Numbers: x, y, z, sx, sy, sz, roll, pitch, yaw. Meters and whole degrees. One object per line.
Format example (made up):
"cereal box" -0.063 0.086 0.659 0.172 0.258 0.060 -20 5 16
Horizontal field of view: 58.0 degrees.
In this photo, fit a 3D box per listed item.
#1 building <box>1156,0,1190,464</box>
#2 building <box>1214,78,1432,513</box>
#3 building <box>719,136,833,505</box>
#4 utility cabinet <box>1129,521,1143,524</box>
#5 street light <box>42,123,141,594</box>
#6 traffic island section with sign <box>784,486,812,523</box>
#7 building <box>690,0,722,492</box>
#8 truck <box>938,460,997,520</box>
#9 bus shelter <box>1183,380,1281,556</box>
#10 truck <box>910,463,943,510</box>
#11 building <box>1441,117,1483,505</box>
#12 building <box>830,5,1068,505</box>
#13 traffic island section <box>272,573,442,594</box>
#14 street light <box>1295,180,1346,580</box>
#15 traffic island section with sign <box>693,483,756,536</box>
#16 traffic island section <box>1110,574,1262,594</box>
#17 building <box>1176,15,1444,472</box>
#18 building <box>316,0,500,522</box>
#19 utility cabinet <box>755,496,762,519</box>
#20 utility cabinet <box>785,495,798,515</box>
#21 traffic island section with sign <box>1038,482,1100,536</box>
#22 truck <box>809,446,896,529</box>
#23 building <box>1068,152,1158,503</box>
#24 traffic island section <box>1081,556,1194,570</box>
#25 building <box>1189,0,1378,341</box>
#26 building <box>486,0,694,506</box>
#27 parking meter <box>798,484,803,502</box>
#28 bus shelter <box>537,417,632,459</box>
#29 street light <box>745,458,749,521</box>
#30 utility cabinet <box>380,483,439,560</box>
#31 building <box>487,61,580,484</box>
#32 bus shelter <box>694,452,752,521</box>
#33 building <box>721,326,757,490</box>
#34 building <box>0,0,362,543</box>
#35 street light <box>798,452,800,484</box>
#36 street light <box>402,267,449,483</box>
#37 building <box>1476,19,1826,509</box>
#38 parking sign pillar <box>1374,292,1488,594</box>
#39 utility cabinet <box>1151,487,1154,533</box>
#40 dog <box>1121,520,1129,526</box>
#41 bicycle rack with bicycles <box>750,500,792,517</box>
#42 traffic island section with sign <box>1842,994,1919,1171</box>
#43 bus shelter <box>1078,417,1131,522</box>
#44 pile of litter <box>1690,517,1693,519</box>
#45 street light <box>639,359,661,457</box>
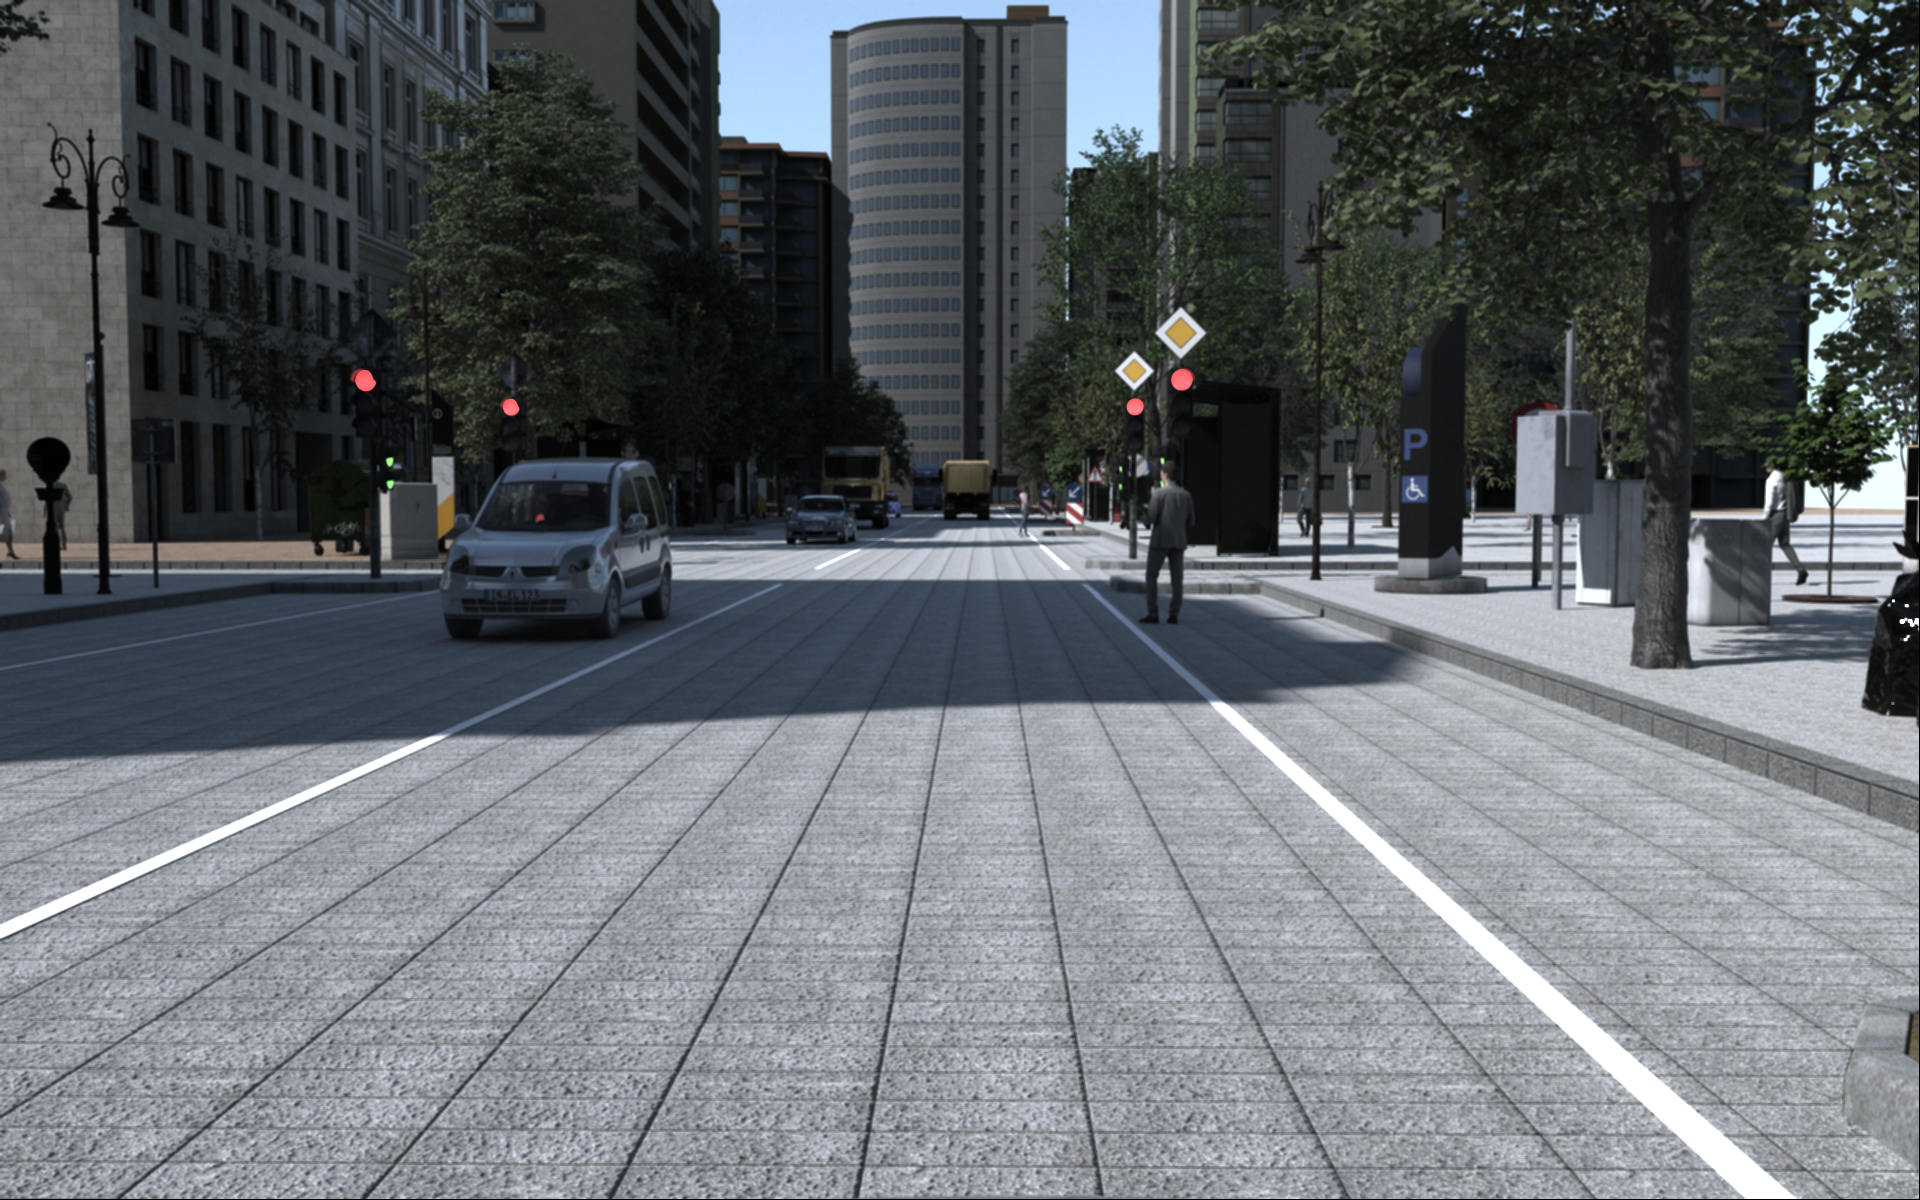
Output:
"building" 28.740 -37.738 159.016 21.231 58.520 28.212 0 4 1
"building" 24.960 -21.534 123.787 14.160 30.474 14.107 0 4 1
"building" -30.185 -34.273 214.987 28.867 44.769 22.147 0 4 1
"utility cabinet" 7.600 -3.925 75.337 0.306 1.237 1.020 -2 4 -27
"street light" -11.003 -3.016 22.094 0.468 5.910 1.993 0 4 1
"traffic island section with sign" -7.751 -4.791 86.959 1.989 1.847 2.006 0 4 1
"building" -27.044 -27.803 138.175 14.154 41.232 14.086 0 4 1
"truck" 0.417 -6.281 98.619 3.469 3.379 9.791 0 4 1
"bus shelter" 5.865 -2.907 38.816 1.731 3.624 6.357 0 4 1
"truck" -2.830 -10.240 157.175 2.967 4.110 18.799 0 3 0
"building" 63.868 -34.182 208.981 14.200 45.320 14.600 0 4 1
"building" -1.418 -41.060 213.328 28.212 58.520 21.231 0 4 1
"traffic island section" -8.914 -0.250 26.372 2.009 0.180 2.903 0 4 1
"street light" 5.316 -3.236 25.693 0.468 5.910 1.993 0 4 1
"traffic island section with sign" -8.123 -3.142 60.006 1.989 1.847 2.006 0 4 1
"traffic island section" 3.326 -0.240 26.199 2.009 0.180 2.903 0 4 1
"building" 42.324 -41.017 212.633 28.212 58.520 21.231 0 4 1
"building" -28.223 -17.455 71.293 13.634 28.700 20.117 0 4 1
"utility cabinet" -10.500 -4.897 91.235 0.306 1.237 1.020 1 4 12
"utility cabinet" -10.418 -5.936 108.220 1.020 1.237 0.306 1 4 21
"traffic island section with sign" 3.792 -3.123 59.692 1.989 1.847 2.006 0 4 1
"truck" -4.336 -4.696 72.703 3.469 3.379 9.791 0 4 -1
"building" 20.377 -32.203 210.121 14.086 41.232 14.154 0 4 1
"traffic island section" 3.437 -0.728 34.183 2.009 0.180 2.903 0 4 1
"building" 24.987 -27.784 137.866 14.154 41.232 14.086 0 4 1
"building" -30.980 -30.344 119.821 21.300 48.544 21.600 0 4 1
"parking meter" -9.519 -6.004 103.881 0.399 1.863 0.255 2 4 32
"bus shelter" -12.065 -3.952 55.897 1.731 3.624 6.357 0 4 1
"street light" -10.112 -6.679 81.997 0.468 5.910 1.993 0 4 1
"utility cabinet" -10.729 -1.535 33.778 0.318 1.500 1.173 2 4 31
"building" -27.815 -15.933 90.175 12.332 23.373 15.834 0 4 1
"bus shelter" -11.759 -6.586 85.310 2.179 5.291 8.768 0 4 1
"building" -35.103 -19.301 160.617 28.899 21.520 27.650 0 4 1
"building" -26.639 -12.130 53.072 10.420 20.320 16.860 0 4 1
"street light" -9.794 -8.100 105.215 0.468 5.910 1.993 0 4 1
"street light" -10.879 -3.829 35.394 0.468 5.910 1.993 0 4 1
"building" 64.369 -31.039 162.111 28.867 44.769 22.147 0 4 1
"parking sign pillar" 6.200 -2.094 22.716 1.447 3.967 1.447 2 4 35
"utility cabinet" 6.450 -2.699 52.813 1.173 1.500 0.318 0 4 -4
"dog" 6.648 -3.326 68.767 0.513 0.831 0.800 3 4 38
"bicycle rack with bicycles" -11.123 -5.276 99.652 2.852 0.926 2.925 3 4 36
"traffic island section with sign" 3.024 0.314 3.501 1.989 1.847 2.006 0 4 1
"bus shelter" 6.922 -6.532 84.437 2.179 5.291 8.768 0 4 1
"pile of litter" 15.236 -1.340 35.867 1.176 0.858 1.719 -1 4 -14
"street light" -10.478 -5.249 58.610 0.468 5.910 1.993 0 4 1
